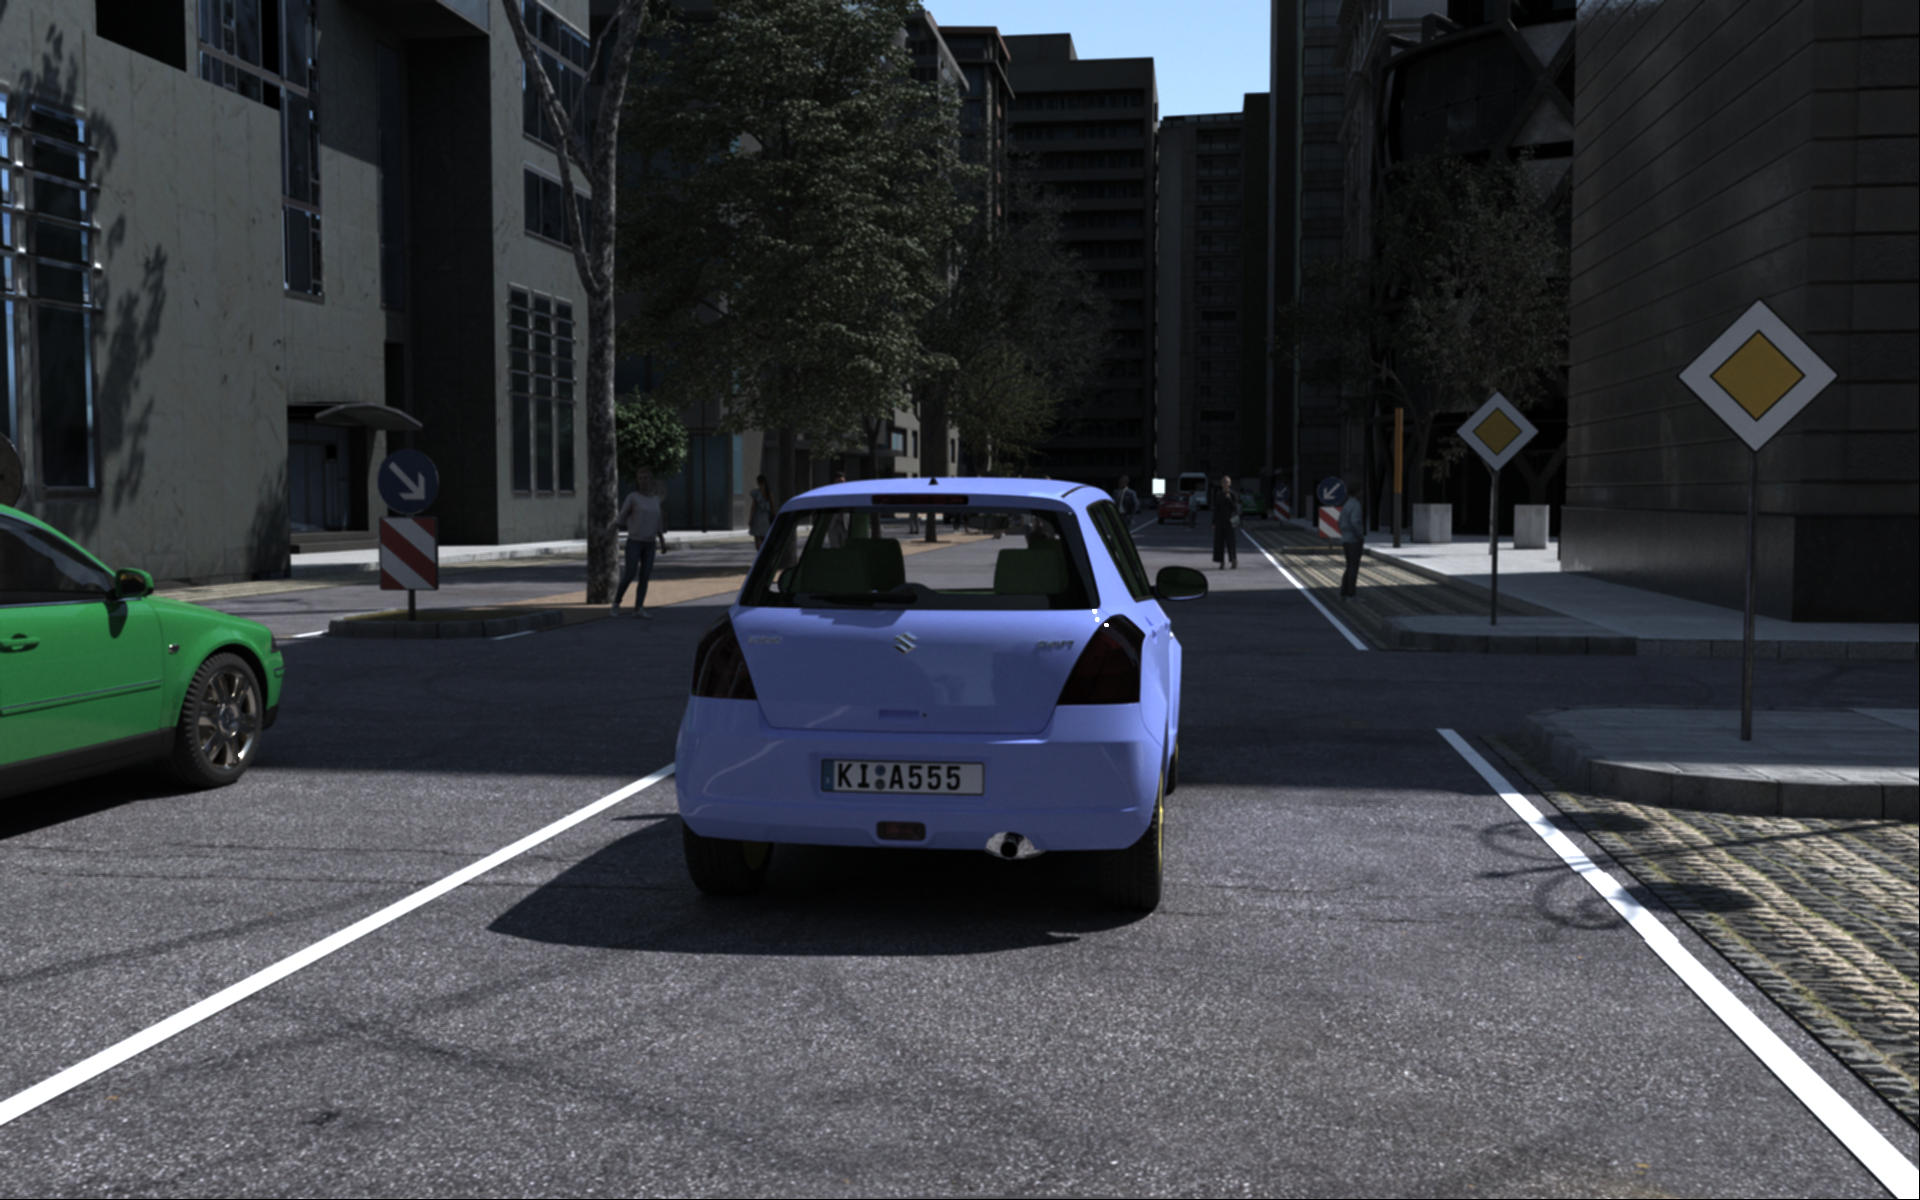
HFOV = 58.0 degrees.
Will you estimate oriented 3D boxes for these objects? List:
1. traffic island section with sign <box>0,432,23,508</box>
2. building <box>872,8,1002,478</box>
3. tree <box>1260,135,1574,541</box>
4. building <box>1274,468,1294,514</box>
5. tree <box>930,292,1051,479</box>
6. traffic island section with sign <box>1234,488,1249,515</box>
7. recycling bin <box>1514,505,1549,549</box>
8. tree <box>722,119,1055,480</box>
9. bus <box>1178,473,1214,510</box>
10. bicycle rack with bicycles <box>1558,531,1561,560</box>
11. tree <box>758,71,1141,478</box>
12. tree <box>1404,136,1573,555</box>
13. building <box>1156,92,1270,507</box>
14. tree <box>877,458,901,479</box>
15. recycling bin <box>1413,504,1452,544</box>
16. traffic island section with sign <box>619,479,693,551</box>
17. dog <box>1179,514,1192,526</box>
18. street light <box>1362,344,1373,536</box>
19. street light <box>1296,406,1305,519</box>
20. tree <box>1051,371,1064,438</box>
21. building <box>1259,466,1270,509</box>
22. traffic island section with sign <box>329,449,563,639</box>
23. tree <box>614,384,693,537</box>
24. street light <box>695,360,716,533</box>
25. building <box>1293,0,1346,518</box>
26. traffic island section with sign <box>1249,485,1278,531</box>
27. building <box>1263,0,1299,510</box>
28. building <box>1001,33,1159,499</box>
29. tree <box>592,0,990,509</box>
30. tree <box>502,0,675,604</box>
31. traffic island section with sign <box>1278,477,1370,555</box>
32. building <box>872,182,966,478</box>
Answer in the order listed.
[{"bbox_3d":[-6.528,-0.162,10.779,2.006,1.907,1.989,0,4,8],"label":"traffic island section with sign"},{"bbox_3d":[-13.078,-27.210,136.768,32.217,40.220,23.993,0,4,8],"label":"building"},{"bbox_3d":[12.227,-6.829,46.062,8.767,10.594,7.601,0,4,7],"label":"tree"},{"bbox_3d":[38.014,-25.993,116.864,32.217,40.220,23.993,0,4,8],"label":"building"},{"bbox_3d":[0.864,-6.832,64.524,4.737,8.622,4.395,0,3,0],"label":"tree"},{"bbox_3d":[19.562,-6.691,118.029,1.989,1.847,2.006,0,4,8],"label":"traffic island section with sign"},{"bbox_3d":[13.403,-1.716,40.612,0.722,1.027,0.722,2,4,24],"label":"recycling bin"},{"bbox_3d":[-1.877,-6.347,40.635,8.767,10.594,7.601,0,4,8],"label":"tree"},{"bbox_3d":[21.604,-10.028,158.810,2.948,3.499,13.247,1,4,10],"label":"bus"},{"bbox_3d":[12.818,-1.226,33.428,2.852,0.926,2.925,-2,4,-34],"label":"bicycle rack with bicycles"},{"bbox_3d":[-0.847,-8.413,50.385,12.009,13.543,11.850,0,3,0],"label":"tree"},{"bbox_3d":[11.322,-5.273,36.570,4.360,8.622,3.978,0,3,0],"label":"tree"},{"bbox_3d":[27.566,-30.391,180.493,14.086,41.232,14.154,0,4,8],"label":"building"},{"bbox_3d":[-3.856,-5.940,91.726,1.663,3.219,1.824,0,3,0],"label":"tree"},{"bbox_3d":[12.257,-1.983,44.968,0.722,1.027,0.722,-2,4,-25],"label":"recycling bin"},{"bbox_3d":[-7.981,-2.197,44.552,1.989,1.847,2.006,0,4,8],"label":"traffic island section with sign"},{"bbox_3d":[10.252,-3.775,78.564,0.800,0.831,0.513,1,4,17],"label":"dog"},{"bbox_3d":[12.479,-4.923,53.285,0.468,5.910,1.993,0,4,8],"label":"street light"},{"bbox_3d":[17.772,-7.206,90.600,0.468,5.910,1.993,0,4,8],"label":"street light"},{"bbox_3d":[2.152,-7.119,69.218,4.737,8.622,4.395,0,3,0],"label":"tree"},{"bbox_3d":[37.586,-43.737,153.344,20.563,71.187,20.611,0,4,8],"label":"building"},{"bbox_3d":[-5.480,-0.610,18.112,2.006,1.907,1.989,0,4,8],"label":"traffic island section with sign"},{"bbox_3d":[-9.634,-4.166,51.834,4.285,4.588,4.351,0,3,0],"label":"tree"},{"bbox_3d":[-8.499,-5.178,57.443,0.468,5.910,1.993,0,4,8],"label":"street light"},{"bbox_3d":[26.265,-25.385,98.637,14.154,41.232,14.086,0,4,8],"label":"building"},{"bbox_3d":[12.494,-3.635,68.057,1.989,1.847,2.006,0,4,8],"label":"traffic island section with sign"},{"bbox_3d":[31.716,-29.805,137.416,14.600,45.320,14.200,0,4,8],"label":"building"},{"bbox_3d":[10.478,-34.443,186.849,21.600,48.544,21.300,0,4,8],"label":"building"},{"bbox_3d":[-3.343,-6.880,33.076,7.486,12.596,7.792,0,3,0],"label":"tree"},{"bbox_3d":[-5.722,-10.066,22.926,12.611,20.169,13.585,0,3,0],"label":"tree"},{"bbox_3d":[8.708,-2.002,41.368,1.989,1.847,2.006,0,4,8],"label":"traffic island section with sign"},{"bbox_3d":[-15.259,-16.263,110.938,27.650,21.520,28.899,0,4,8],"label":"building"}]
